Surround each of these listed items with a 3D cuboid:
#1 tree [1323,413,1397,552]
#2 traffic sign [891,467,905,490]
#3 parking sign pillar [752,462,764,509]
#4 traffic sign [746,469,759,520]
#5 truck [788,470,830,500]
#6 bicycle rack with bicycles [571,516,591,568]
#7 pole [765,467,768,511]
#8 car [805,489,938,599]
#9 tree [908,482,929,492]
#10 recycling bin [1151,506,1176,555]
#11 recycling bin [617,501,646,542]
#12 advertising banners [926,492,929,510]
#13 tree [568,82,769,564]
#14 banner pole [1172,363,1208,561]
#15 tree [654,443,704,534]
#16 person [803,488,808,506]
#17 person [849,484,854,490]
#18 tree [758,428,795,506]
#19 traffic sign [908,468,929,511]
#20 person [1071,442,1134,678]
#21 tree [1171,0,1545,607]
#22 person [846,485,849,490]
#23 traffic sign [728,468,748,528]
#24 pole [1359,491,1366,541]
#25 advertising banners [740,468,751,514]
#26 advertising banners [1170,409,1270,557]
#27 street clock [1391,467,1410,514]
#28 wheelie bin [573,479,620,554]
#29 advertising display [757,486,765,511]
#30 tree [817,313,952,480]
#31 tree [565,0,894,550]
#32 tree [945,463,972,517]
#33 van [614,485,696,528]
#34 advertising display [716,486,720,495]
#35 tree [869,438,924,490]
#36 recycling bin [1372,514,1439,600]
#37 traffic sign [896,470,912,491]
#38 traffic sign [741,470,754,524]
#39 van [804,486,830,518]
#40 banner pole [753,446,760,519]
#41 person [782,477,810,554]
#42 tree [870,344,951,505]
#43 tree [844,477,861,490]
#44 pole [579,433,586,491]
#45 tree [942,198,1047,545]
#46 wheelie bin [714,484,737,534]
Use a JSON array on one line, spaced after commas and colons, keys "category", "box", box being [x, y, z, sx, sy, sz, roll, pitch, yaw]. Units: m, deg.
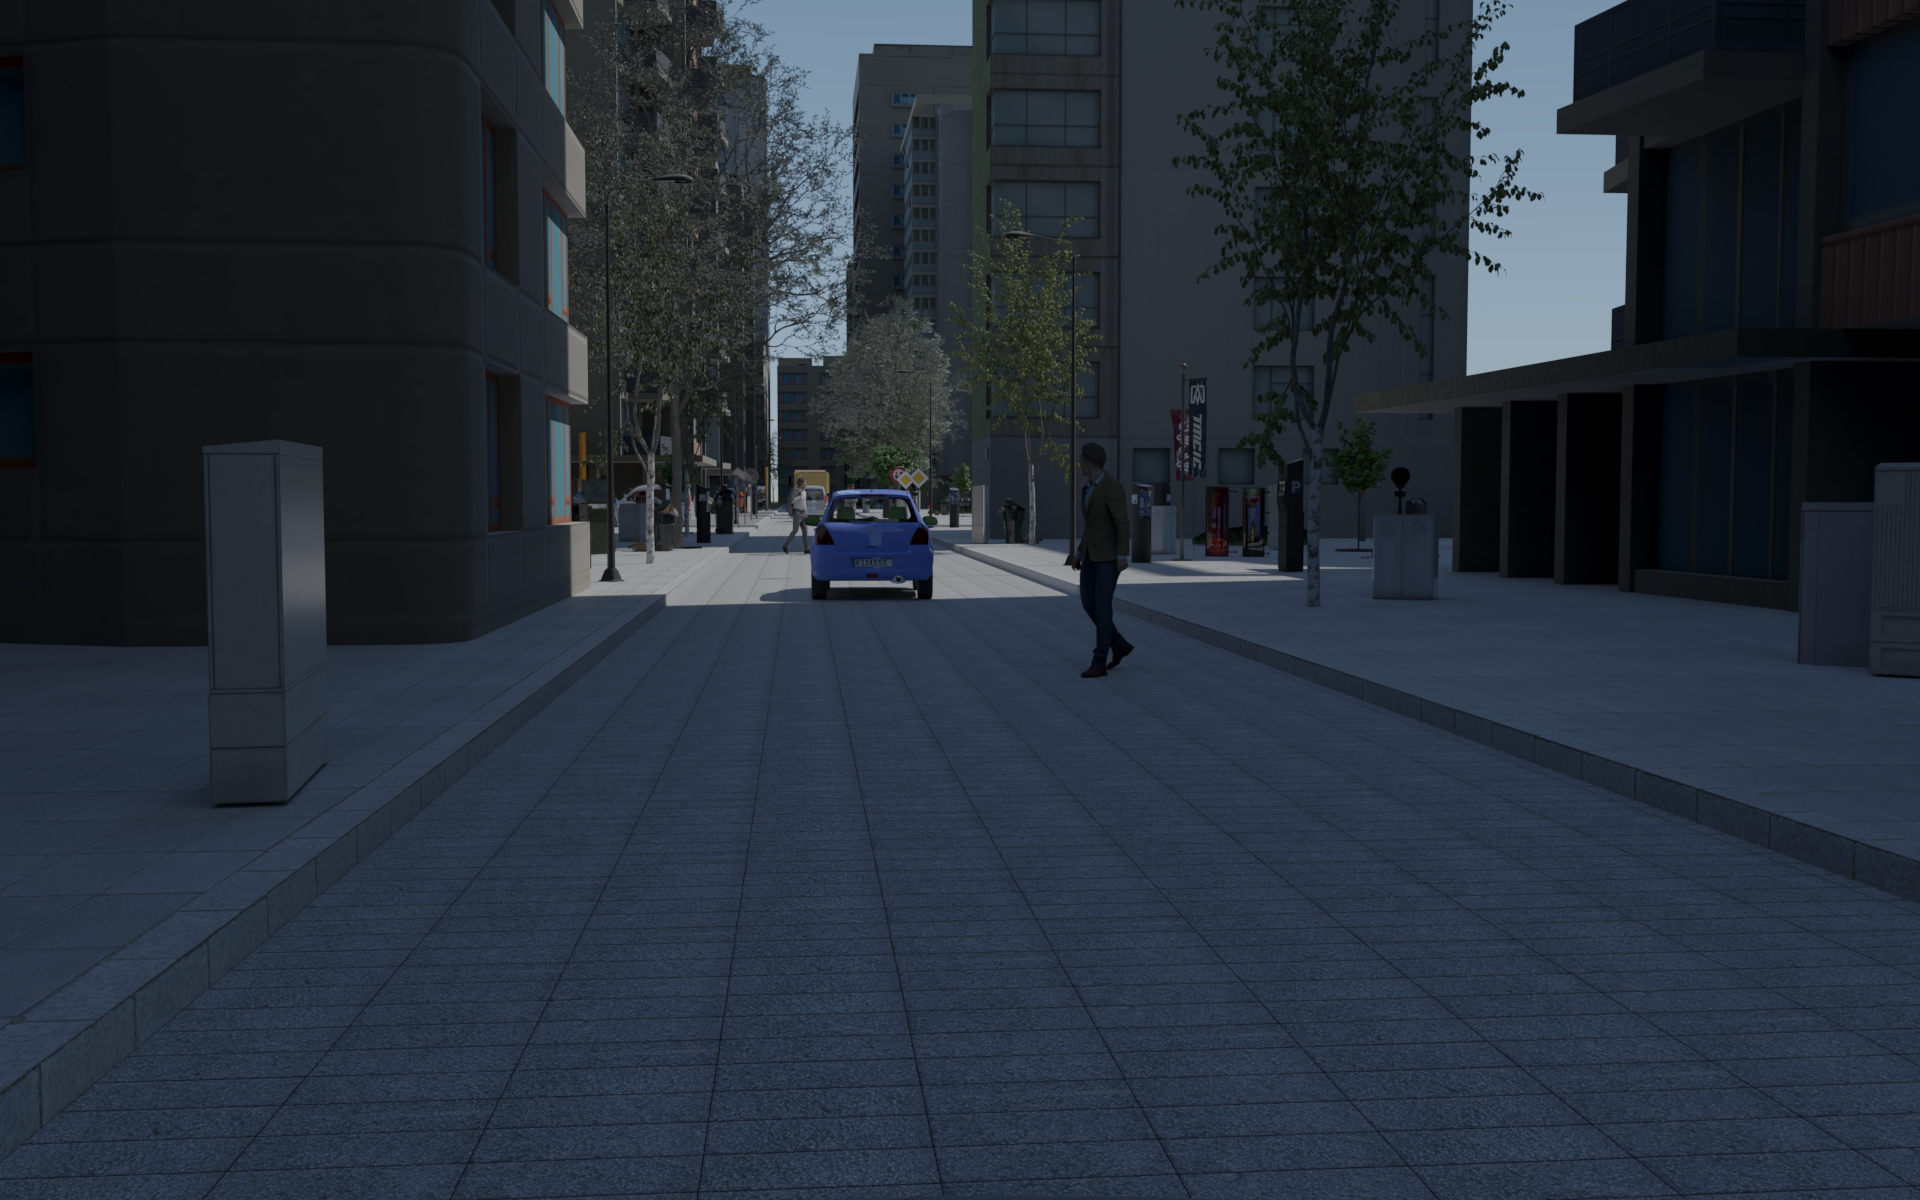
[{"category": "tree", "box": [8.986, -2.693, 38.632, 1.663, 3.219, 1.824, 0, 3, 0]}, {"category": "traffic sign", "box": [-2.854, -4.937, 80.818, 0.768, 2.556, 0.104, 0, 4, 0]}, {"category": "parking sign pillar", "box": [-17.082, -9.552, 144.648, 1.447, 3.967, 1.447, 0, 4, 4]}, {"category": "traffic sign", "box": [-10.415, -5.274, 86.333, 0.768, 2.556, 0.104, 0, 4, 2]}, {"category": "truck", "box": [-12.044, -8.802, 139.836, 3.469, 3.379, 9.791, 0, 4, -7]}, {"category": "bicycle rack with bicycles", "box": [-7.319, -0.940, 28.759, 2.852, 0.926, 2.925, 0, 4, -3]}, {"category": "pole", "box": [-14.705, -8.432, 131.703, 0.158, 3.312, 0.155, 0, 3, 0]}, {"category": "car", "box": [-1.271, -0.935, 24.884, 1.945, 1.707, 3.694, 0, 4, -3]}, {"category": "tree", "box": [-3.680, -9.292, 146.531, 1.663, 3.219, 1.824, 0, 3, 0]}, {"category": "recycling bin", "box": [4.176, -1.500, 37.079, 0.722, 1.027, 0.722, 2, 4, 27]}, {"category": "recycling bin", "box": [-8.787, -2.103, 46.940, 0.722, 1.027, 0.722, 1, 4, 15]}, {"category": "advertising banners", "box": [-2.549, -8.832, 140.584, 0.090, 3.025, 2.074, 1, 4, 9]}, {"category": "tree", "box": [-5.652, -4.986, 31.883, 4.360, 8.622, 3.978, 0, 3, 0]}, {"category": "banner pole", "box": [4.413, -2.632, 33.050, 0.401, 3.779, 0.863, -3, 4, -38]}, {"category": "tree", "box": [-9.200, -3.766, 56.182, 1.663, 3.219, 1.824, 0, 3, 0]}, {"category": "person", "box": [-7.420, -4.498, 81.411, 0.474, 1.900, 0.648, 1, 4, 10]}, {"category": "person", "box": [-3.945, -3.304, 62.695, 0.511, 1.800, 0.466, -2, 4, -28]}, {"category": "tree", "box": [-20.667, -14.829, 192.819, 4.737, 8.622, 4.395, 0, 3, 0]}, {"category": "traffic sign", "box": [-1.574, -3.797, 65.723, 0.795, 2.450, 0.064, 0, 4, -5]}, {"category": "person", "box": [1.123, -0.331, 13.818, 0.656, 1.842, 0.836, 2, 4, 34]}, {"category": "tree", "box": [4.223, -4.241, 19.697, 4.737, 8.622, 4.395, 0, 3, 0]}, {"category": "person", "box": [-4.730, -3.946, 73.039, 0.654, 1.822, 0.581, -2, 4, -27]}, {"category": "traffic sign", "box": [-8.341, -3.760, 65.120, 0.795, 2.450, 0.064, 0, 4, -5]}, {"category": "pole", "box": [10.893, -3.242, 46.847, 0.158, 3.312, 0.155, 0, 3, 0]}, {"category": "advertising banners", "box": [-14.113, -7.211, 114.086, 0.090, 3.025, 2.074, 1, 4, 14]}, {"category": "advertising banners", "box": [5.296, -2.399, 35.416, 2.074, 3.025, 0.090, 1, 4, 22]}, {"category": "street clock", "box": [11.795, -2.560, 46.420, 0.471, 2.002, 0.358, 0, 4, -3]}, {"category": "wheelie bin", "box": [-7.805, -1.783, 37.065, 0.980, 1.594, 0.693, -2, 4, -30]}, {"category": "advertising display", "box": [-15.577, -7.929, 134.854, 0.974, 1.923, 0.123, -2, 4, -32]}, {"category": "tree", "box": [-5.123, -13.037, 119.811, 9.857, 13.997, 8.962, 0, 3, 0]}, {"category": "tree", "box": [-6.579, -7.934, 40.091, 12.009, 13.543, 11.850, 0, 3, 0]}, {"category": "tree", "box": [0.243, -6.339, 98.242, 1.663, 3.219, 1.824, 0, 3, 0]}, {"category": "van", "box": [-12.753, -3.841, 69.809, 4.112, 2.044, 2.013, 0, 4, -4]}, {"category": "advertising display", "box": [-20.091, -8.573, 145.375, 0.974, 1.923, 0.123, 3, 4, 36]}, {"category": "tree", "box": [-3.478, -6.885, 96.278, 4.285, 4.588, 4.351, 0, 3, 0]}, {"category": "recycling bin", "box": [5.487, -0.535, 21.304, 0.722, 1.027, 0.722, 1, 4, 20]}, {"category": "traffic sign", "box": [-2.309, -4.283, 73.674, 0.795, 2.450, 0.064, 0, 4, -5]}, {"category": "traffic sign", "box": [-9.076, -4.246, 73.072, 0.795, 2.450, 0.064, 0, 4, -5]}, {"category": "van", "box": [-7.670, -5.072, 89.935, 2.013, 2.044, 4.112, 0, 4, -4]}, {"category": "banner pole", "box": [-10.715, -6.175, 90.973, 0.401, 3.779, 0.863, 0, 4, -8]}, {"category": "person", "box": [-3.878, -2.007, 41.418, 0.850, 1.850, 0.679, 2, 4, 24]}, {"category": "tree", "box": [-2.246, -8.183, 84.147, 4.360, 8.622, 3.978, 0, 3, 0]}, {"category": "tree", "box": [-10.625, -10.734, 170.094, 1.663, 3.219, 1.824, 0, 3, 0]}, {"category": "pole", "box": [-12.551, -3.901, 57.626, 0.158, 3.312, 0.155, 0, 3, 0]}, {"category": "tree", "box": [1.728, -5.662, 42.944, 4.737, 8.622, 4.395, 0, 3, 0]}, {"category": "wheelie bin", "box": [-7.543, -2.920, 55.652, 0.693, 1.594, 0.980, 0, 4, -2]}]
